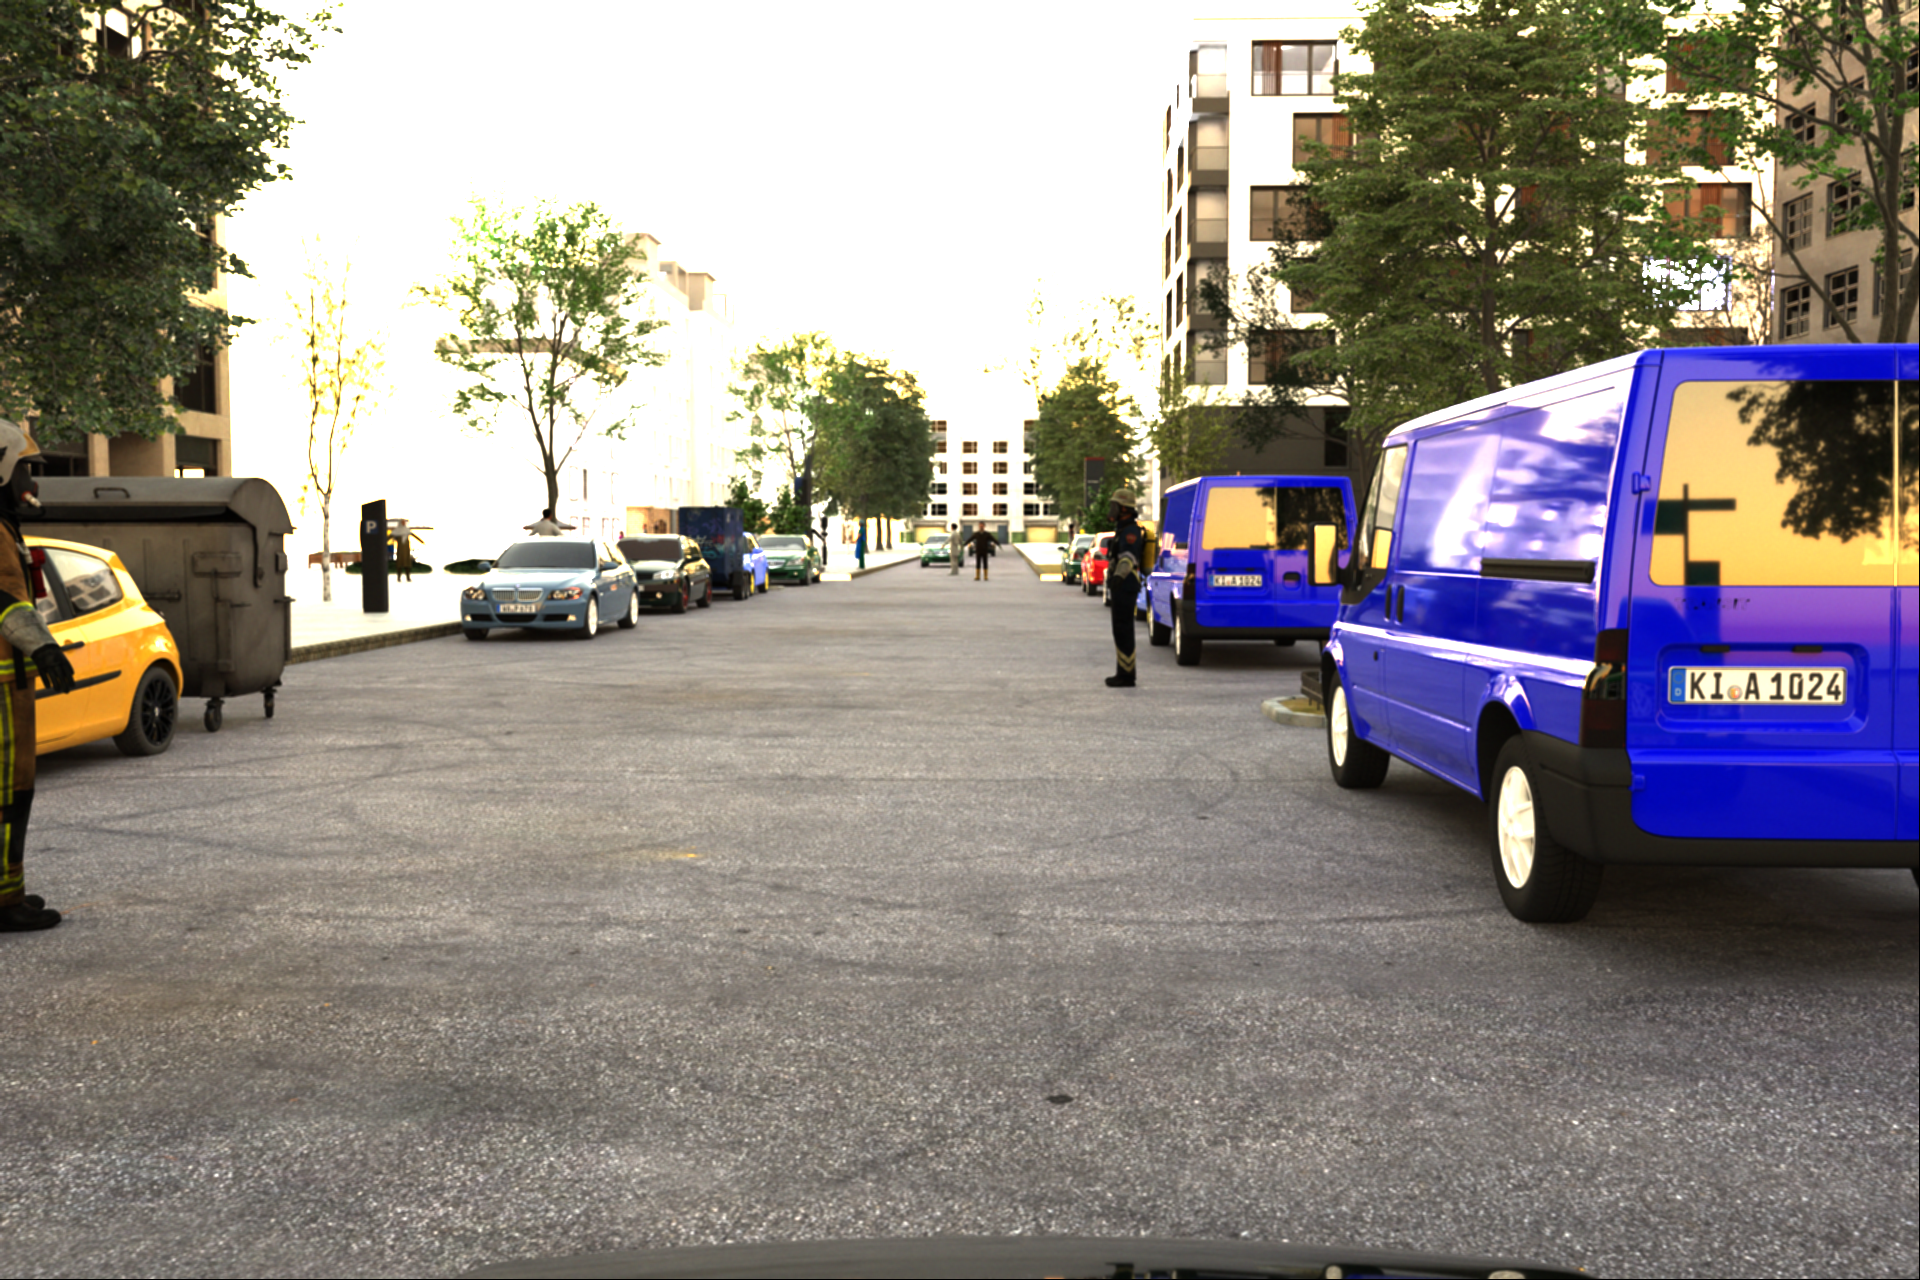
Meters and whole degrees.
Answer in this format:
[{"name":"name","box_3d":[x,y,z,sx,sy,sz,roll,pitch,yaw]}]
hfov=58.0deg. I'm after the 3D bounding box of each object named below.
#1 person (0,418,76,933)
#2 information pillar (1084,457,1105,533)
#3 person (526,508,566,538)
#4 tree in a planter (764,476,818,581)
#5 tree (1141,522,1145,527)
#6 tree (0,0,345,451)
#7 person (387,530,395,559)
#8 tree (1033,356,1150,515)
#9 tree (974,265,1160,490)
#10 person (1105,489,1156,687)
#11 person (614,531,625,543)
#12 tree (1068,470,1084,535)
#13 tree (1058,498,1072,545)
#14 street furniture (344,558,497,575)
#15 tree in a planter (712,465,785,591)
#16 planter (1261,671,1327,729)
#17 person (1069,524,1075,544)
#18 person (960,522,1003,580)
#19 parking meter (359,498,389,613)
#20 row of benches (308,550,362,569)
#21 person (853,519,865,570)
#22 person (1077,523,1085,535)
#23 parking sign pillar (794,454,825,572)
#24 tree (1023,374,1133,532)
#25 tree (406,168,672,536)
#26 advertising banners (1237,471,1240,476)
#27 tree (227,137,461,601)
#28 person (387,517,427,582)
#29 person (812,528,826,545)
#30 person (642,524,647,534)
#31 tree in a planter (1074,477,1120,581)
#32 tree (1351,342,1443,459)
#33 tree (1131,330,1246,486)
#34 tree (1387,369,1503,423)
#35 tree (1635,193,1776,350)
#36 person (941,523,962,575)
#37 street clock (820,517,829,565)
[{"name":"person","box_3d":[-3.502,0.116,6.332,0.705,1.858,1.354,-3,4,-38]},{"name":"information pillar","box_3d":[4.557,-4.244,58.761,0.750,3.857,0.750,0,4,1]},{"name":"person","box_3d":[-8.504,-1.812,35.780,1.344,1.810,0.704,1,4,18]},{"name":"tree in a planter","box_3d":[-5.356,-3.439,53.457,1.991,3.239,1.994,0,4,2]},{"name":"tree","box_3d":[26.052,-18.061,245.657,4.737,8.622,4.395,0,3,0]},{"name":"tree","box_3d":[-12.358,-6.923,19.839,9.857,13.997,8.962,0,3,0]},{"name":"person","box_3d":[-23.128,-3.918,70.527,1.216,1.772,0.721,2,4,25]},{"name":"tree","box_3d":[8.118,-11.777,110.681,7.486,12.596,7.792,0,3,0]},{"name":"tree","box_3d":[7.909,-16.331,122.902,12.611,20.169,13.585,0,3,0]},{"name":"person","box_3d":[1.518,-0.496,16.347,0.705,1.856,1.354,0,4,3]},{"name":"person","box_3d":[-14.940,-4.097,76.249,0.599,1.433,0.991,3,5,43]},{"name":"tree","box_3d":[10.404,-12.440,153.760,4.737,8.622,4.395,0,3,0]},{"name":"tree","box_3d":[9.978,-12.840,160.297,4.360,8.622,3.978,0,3,0]},{"name":"street furniture","box_3d":[-14.363,-2.475,56.097,10.072,0.657,5.734,1,4,15]},{"name":"tree in a planter","box_3d":[-5.568,-2.889,44.451,1.991,3.239,1.994,0,4,2]},{"name":"planter","box_3d":[3.406,0.464,13.547,1.991,0.319,1.994,0,4,2]},{"name":"person","box_3d":[5.981,-5.263,92.191,0.704,1.843,1.345,-1,4,-11]},{"name":"person","box_3d":[0.675,-2.765,53.806,1.346,1.812,0.704,1,4,11]},{"name":"parking meter","box_3d":[-9.589,-1.384,28.333,0.399,1.863,0.255,0,4,2]},{"name":"row of benches","box_3d":[-23.686,-3.101,66.172,1.422,0.672,4.104,0,4,8]},{"name":"person","box_3d":[-3.619,-3.467,62.812,0.704,1.817,1.347,1,4,9]},{"name":"person","box_3d":[5.906,-4.643,81.882,1.349,1.833,0.705,3,5,44]},{"name":"parking sign pillar","box_3d":[-5.250,-4.256,58.050,1.447,3.967,1.447,0,4,2]},{"name":"tree","box_3d":[9.607,-14.070,136.702,9.857,13.997,8.962,0,3,0]},{"name":"tree","box_3d":[-11.874,-7.596,49.949,9.928,11.665,9.643,0,3,0]},{"name":"advertising banners","box_3d":[7.762,-3.231,49.019,0.090,3.025,2.074,0,4,2]},{"name":"tree","box_3d":[-12.298,-5.044,32.838,4.360,8.622,3.978,0,3,0]},{"name":"person","box_3d":[-15.037,-2.451,46.849,1.217,1.736,0.721,-2,4,-33]},{"name":"person","box_3d":[-5.568,-3.517,63.438,1.347,1.837,0.705,-1,4,-10]},{"name":"person","box_3d":[-15.670,-4.869,85.880,0.705,1.796,1.348,-1,4,-11]},{"name":"tree in a planter","box_3d":[4.443,-3.456,53.724,1.991,3.239,1.994,0,4,2]},{"name":"tree","box_3d":[15.720,-6.638,58.901,4.737,8.622,4.395,0,3,0]},{"name":"tree","box_3d":[7.991,-6.845,62.283,4.737,8.622,4.395,0,3,0]},{"name":"tree","box_3d":[18.296,-7.013,65.033,4.737,8.622,4.395,0,3,0]},{"name":"tree","box_3d":[28.465,-9.265,61.856,12.009,13.543,11.850,0,3,0]},{"name":"person","box_3d":[-0.230,-3.175,60.553,0.705,1.806,1.347,2,4,30]},{"name":"street clock","box_3d":[-5.576,-4.085,71.354,0.358,2.002,0.471,0,4,2]}]
